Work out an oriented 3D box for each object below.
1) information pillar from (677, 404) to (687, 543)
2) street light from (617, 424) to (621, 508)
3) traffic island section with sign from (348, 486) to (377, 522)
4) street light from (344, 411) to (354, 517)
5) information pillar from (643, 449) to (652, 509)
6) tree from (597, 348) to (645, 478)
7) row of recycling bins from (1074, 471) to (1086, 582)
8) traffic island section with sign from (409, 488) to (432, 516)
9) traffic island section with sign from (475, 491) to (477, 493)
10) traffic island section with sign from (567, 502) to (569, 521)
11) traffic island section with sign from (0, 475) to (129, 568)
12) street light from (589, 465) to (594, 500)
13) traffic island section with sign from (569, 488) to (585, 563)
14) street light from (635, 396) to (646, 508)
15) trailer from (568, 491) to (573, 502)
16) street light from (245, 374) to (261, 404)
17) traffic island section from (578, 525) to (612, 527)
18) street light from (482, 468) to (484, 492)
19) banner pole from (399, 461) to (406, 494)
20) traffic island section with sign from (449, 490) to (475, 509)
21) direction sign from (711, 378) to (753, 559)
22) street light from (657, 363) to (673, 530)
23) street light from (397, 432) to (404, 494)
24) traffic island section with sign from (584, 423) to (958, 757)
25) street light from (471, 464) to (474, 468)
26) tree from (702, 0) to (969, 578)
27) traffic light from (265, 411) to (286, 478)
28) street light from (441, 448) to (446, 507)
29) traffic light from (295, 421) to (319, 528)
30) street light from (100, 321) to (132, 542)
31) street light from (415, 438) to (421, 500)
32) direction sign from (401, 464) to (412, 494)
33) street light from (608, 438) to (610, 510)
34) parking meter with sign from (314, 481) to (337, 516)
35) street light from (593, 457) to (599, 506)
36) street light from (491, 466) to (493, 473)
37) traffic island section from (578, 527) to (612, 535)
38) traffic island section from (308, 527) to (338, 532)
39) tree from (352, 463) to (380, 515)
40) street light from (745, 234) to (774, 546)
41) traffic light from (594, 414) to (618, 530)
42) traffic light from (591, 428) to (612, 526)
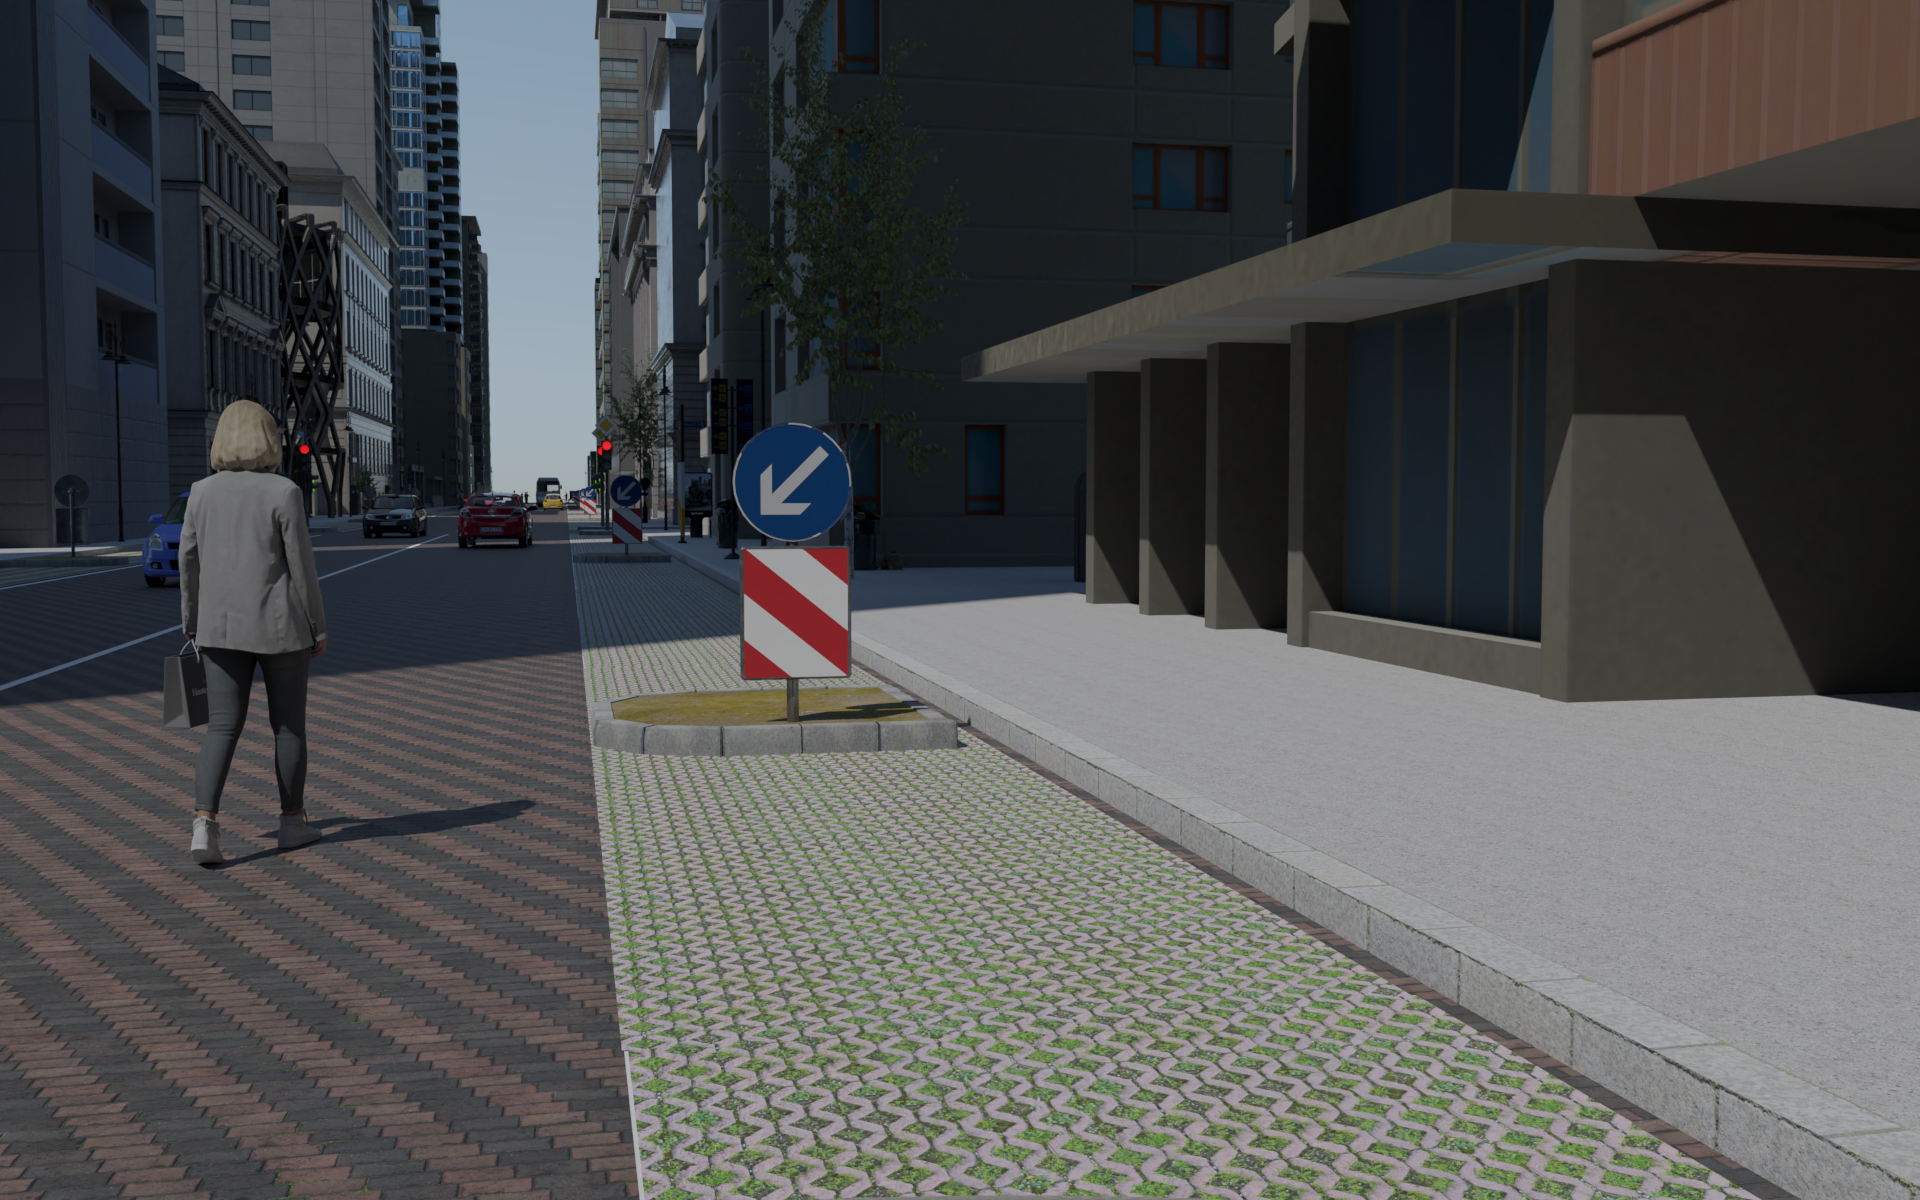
[{"bbox_3d":[-7.277,-3.293,45.193,0.183,3.616,0.504,-1,4,-21],"label":"information pillar"},{"bbox_3d":[-22.060,-8.533,112.307,0.468,5.910,1.993,-1,4,-13],"label":"street light"},{"bbox_3d":[-30.028,-4.869,88.235,1.989,1.847,2.006,-1,4,-13],"label":"traffic island section with sign"},{"bbox_3d":[-33.966,-7.559,96.374,0.468,5.910,1.993,-1,4,-13],"label":"street light"},{"bbox_3d":[-16.055,-5.967,88.920,0.504,3.616,0.183,1,4,18],"label":"information pillar"},{"bbox_3d":[-15.636,-8.275,85.653,4.737,8.622,4.395,0,3,0],"label":"tree"},{"bbox_3d":[3.276,-1.155,26.002,3.534,1.692,1.069,-2,4,-28],"label":"row of recycling bins"},{"bbox_3d":[-36.018,-6.477,114.527,1.989,1.847,2.006,-1,4,-13],"label":"traffic island section with sign"},{"bbox_3d":[-53.265,-11.110,190.282,1.989,1.847,2.006,-1,4,-13],"label":"traffic island section with sign"},{"bbox_3d":[-19.598,-5.047,91.144,1.989,1.847,2.006,-1,4,-13],"label":"traffic island section with sign"},{"bbox_3d":[-17.799,-1.586,34.553,1.989,1.847,2.006,-1,4,-13],"label":"traffic island section with sign"},{"bbox_3d":[-45.860,-14.924,216.801,0.468,5.910,1.993,-1,4,-13],"label":"street light"},{"bbox_3d":[-7.190,-1.714,36.660,1.989,1.847,2.006,-1,4,-13],"label":"traffic island section with sign"},{"bbox_3d":[-15.120,-6.677,81.960,0.468,5.910,1.993,-1,4,-13],"label":"street light"},{"bbox_3d":[-65.257,-17.407,291.658,1.471,1.999,3.904,-1,4,-12],"label":"trailer"},{"bbox_3d":[-27.184,-5.741,66.648,0.468,5.910,1.993,-1,4,-13],"label":"street light"},{"bbox_3d":[-14.183,-2.851,68.887,2.009,0.180,2.903,-1,4,-13],"label":"traffic island section"},{"bbox_3d":[-69.319,-17.068,251.854,0.468,5.910,1.993,-1,4,-13],"label":"street light"},{"bbox_3d":[-41.540,-8.517,129.267,0.401,3.779,0.863,1,4,23],"label":"banner pole"},{"bbox_3d":[-47.287,-9.503,163.995,1.989,1.847,2.006,-1,4,-13],"label":"traffic island section with sign"},{"bbox_3d":[-4.474,-2.574,34.083,0.876,3.537,0.379,-2,4,-29],"label":"direction sign"},{"bbox_3d":[-10.396,-5.400,61.072,0.468,5.910,1.993,-1,4,-13],"label":"street light"},{"bbox_3d":[-40.728,-9.381,126.159,0.468,5.910,1.993,-1,4,-13],"label":"street light"},{"bbox_3d":[-1.199,-0.107,10.376,1.989,1.847,2.006,-1,4,-13],"label":"traffic island section with sign"},{"bbox_3d":[-62.570,-15.245,222.040,0.468,5.910,1.993,-1,4,-13],"label":"street light"},{"bbox_3d":[-1.702,-4.618,25.866,4.737,8.622,4.395,0,3,0],"label":"tree"},{"bbox_3d":[-23.234,-4.256,58.514,0.839,4.253,0.868,-1,4,-13],"label":"traffic light"},{"bbox_3d":[-51.210,-12.172,171.799,0.468,5.910,1.993,-1,4,-13],"label":"street light"},{"bbox_3d":[-25.007,-4.733,66.301,0.839,4.253,0.868,-1,4,-13],"label":"traffic light"},{"bbox_3d":[-22.501,-4.496,46.302,0.468,5.910,1.993,-1,4,-13],"label":"street light"},{"bbox_3d":[-44.306,-10.340,141.851,0.468,5.910,1.993,-1,4,-13],"label":"street light"},{"bbox_3d":[-42.199,-8.575,132.191,0.379,3.537,0.876,3,5,39],"label":"direction sign"},{"bbox_3d":[-28.794,-10.352,142.044,0.468,5.910,1.993,-1,4,-13],"label":"street light"},{"bbox_3d":[-38.136,-6.554,103.413,0.543,3.016,1.738,3,4,39],"label":"parking meter with sign"},{"bbox_3d":[-38.983,-13.091,186.831,0.468,5.910,1.993,-1,4,-13],"label":"street light"},{"bbox_3d":[-76.088,-18.887,281.583,0.468,5.910,1.993,-1,4,-13],"label":"street light"},{"bbox_3d":[-12.410,-2.374,61.100,2.009,0.180,2.903,-1,4,-13],"label":"traffic island section"},{"bbox_3d":[-25.049,-2.700,66.426,2.009,0.180,2.903,-1,4,-13],"label":"traffic island section"},{"bbox_3d":[-36.266,-6.808,105.914,1.663,3.219,1.824,0,3,0],"label":"tree"},{"bbox_3d":[-3.506,-3.548,30.799,0.468,5.910,1.993,-1,4,-13],"label":"street light"},{"bbox_3d":[-12.452,-4.407,60.977,0.839,4.253,0.868,-1,4,-13],"label":"traffic light"},{"bbox_3d":[-14.225,-4.883,68.764,0.839,4.253,0.868,-1,4,-13],"label":"traffic light"}]
